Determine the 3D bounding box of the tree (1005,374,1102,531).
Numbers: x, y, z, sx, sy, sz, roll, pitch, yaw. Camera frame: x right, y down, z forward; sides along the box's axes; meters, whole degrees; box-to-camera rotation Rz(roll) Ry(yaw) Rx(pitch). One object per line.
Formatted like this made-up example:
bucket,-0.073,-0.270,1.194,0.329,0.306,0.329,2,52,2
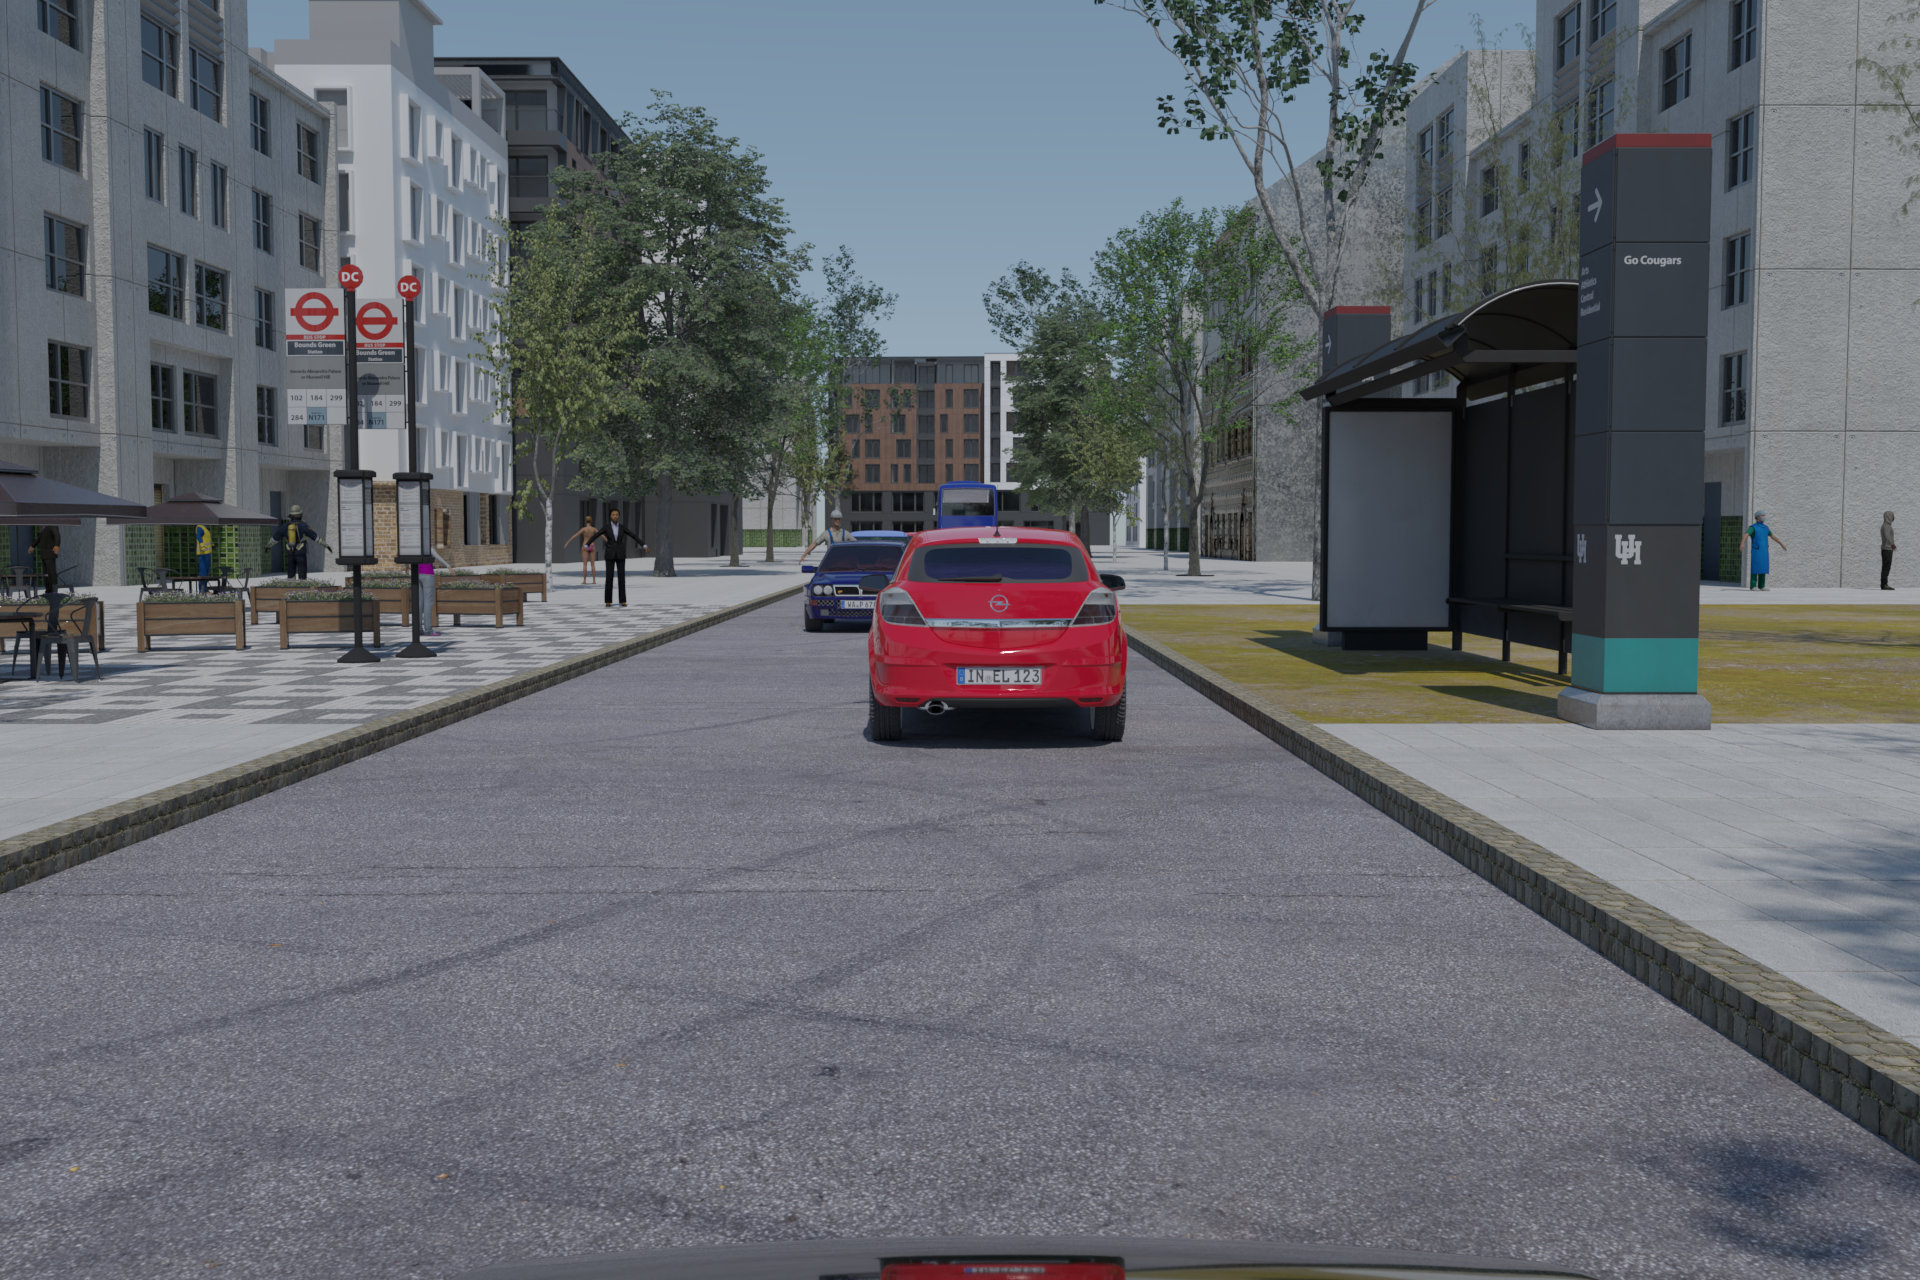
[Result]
tree,7.006,-12.264,118.648,7.486,12.596,7.792,0,3,0

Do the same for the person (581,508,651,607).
person,-6.072,-1.457,30.550,1.216,1.740,0.721,-1,4,-19

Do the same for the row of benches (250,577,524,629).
row of benches,-8.124,-0.539,24.269,4.104,0.672,1.422,1,4,15

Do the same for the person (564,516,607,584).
person,-9.507,-2.291,44.260,1.217,1.733,0.721,-2,4,-27

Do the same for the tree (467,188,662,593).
tree,-8.916,-5.360,37.990,4.737,8.622,4.395,0,3,0

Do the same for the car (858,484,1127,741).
car,0.258,-0.272,13.486,2.155,1.783,4.494,0,3,0

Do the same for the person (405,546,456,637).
person,-6.674,-0.764,21.752,0.991,1.433,0.599,3,4,37

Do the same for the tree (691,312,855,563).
tree,-8.417,-9.301,77.822,9.928,11.665,9.643,0,3,0

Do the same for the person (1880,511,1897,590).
person,21.283,-2.053,39.694,0.705,1.813,1.348,2,4,24

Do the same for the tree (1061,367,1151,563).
tree,6.646,-7.648,75.410,4.737,8.622,4.395,0,3,0

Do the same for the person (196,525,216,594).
person,-15.789,-1.828,36.359,0.721,1.772,1.216,-1,4,-13

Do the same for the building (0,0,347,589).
building,-28.899,-10.736,41.990,16.747,18.905,31.486,0,4,0

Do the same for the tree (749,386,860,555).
tree,-9.438,-10.355,103.710,7.601,10.594,8.767,0,4,2

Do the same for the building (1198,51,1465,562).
building,22.863,-15.741,88.294,19.493,23.208,18.063,0,4,0

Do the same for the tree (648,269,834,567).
tree,-8.642,-8.658,67.319,9.928,11.665,9.643,0,3,0

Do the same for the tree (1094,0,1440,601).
tree,5.784,-10.866,33.544,12.611,20.169,13.585,0,3,0

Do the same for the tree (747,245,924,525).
tree,-8.887,-15.915,116.107,12.611,20.169,13.585,0,3,0

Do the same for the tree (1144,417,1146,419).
tree,25.026,-21.313,204.359,12.611,20.169,13.585,0,3,0

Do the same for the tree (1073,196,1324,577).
tree,7.216,-7.743,52.353,9.928,11.665,9.643,0,3,0

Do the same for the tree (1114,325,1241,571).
tree,7.018,-6.748,60.687,4.360,8.622,3.978,0,3,0

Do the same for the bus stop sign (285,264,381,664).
bus stop sign,-6.243,-1.745,17.233,0.855,3.939,0.416,0,4,-1

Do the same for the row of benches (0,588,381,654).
row of benches,-8.390,-0.225,19.140,4.104,0.672,1.422,-1,4,-19

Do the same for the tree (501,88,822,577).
tree,-8.849,-8.866,51.619,9.857,13.997,8.962,0,3,0

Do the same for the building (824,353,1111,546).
building,1.268,-22.110,207.933,32.646,21.610,27.936,0,4,3

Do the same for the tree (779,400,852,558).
tree,-8.084,-8.750,93.428,4.737,8.622,4.395,0,3,0

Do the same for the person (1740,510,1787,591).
person,17.975,-2.004,38.887,1.347,1.817,0.704,-1,4,-22

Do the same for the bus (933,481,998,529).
bus,0.223,-5.364,79.247,2.896,3.916,12.251,0,4,-1

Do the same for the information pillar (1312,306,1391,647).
information pillar,4.556,-1.874,20.014,0.750,3.857,0.750,0,4,-2

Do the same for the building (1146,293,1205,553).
building,24.369,-16.334,133.512,16.747,18.905,31.486,0,4,0

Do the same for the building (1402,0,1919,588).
building,26.947,-11.619,56.435,16.747,18.905,31.486,0,4,-1

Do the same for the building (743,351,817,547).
building,-24.474,-19.297,181.960,16.747,18.905,31.486,0,4,-1

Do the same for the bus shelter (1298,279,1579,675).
bus shelter,4.769,-1.383,16.543,2.014,3.302,5.546,0,3,0

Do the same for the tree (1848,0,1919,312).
tree,10.721,-4.113,17.617,4.360,8.622,3.978,0,3,0

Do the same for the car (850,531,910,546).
car,-1.576,-1.438,33.107,1.945,1.707,3.694,0,4,0

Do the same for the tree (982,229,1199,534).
tree,8.280,-15.349,106.839,12.611,20.169,13.585,0,3,0

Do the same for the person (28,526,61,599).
person,-17.950,-1.702,34.058,1.346,1.802,0.704,3,5,42

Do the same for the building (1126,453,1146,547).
building,21.667,-13.702,166.173,9.099,9.664,28.070,0,3,0

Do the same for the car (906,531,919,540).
car,-1.292,-2.689,53.013,2.155,1.783,4.494,0,4,0

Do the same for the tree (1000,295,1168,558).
tree,6.691,-11.335,91.977,9.857,13.997,8.962,0,3,0

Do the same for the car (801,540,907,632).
car,-1.423,-0.861,26.665,1.945,1.354,3.894,0,3,0

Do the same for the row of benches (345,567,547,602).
row of benches,-9.220,-0.956,31.086,1.422,0.672,4.104,3,4,36

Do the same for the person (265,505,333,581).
person,-13.286,-1.770,34.722,1.354,1.856,0.705,0,4,0

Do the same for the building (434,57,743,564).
building,-27.545,-15.104,90.920,27.936,21.610,32.646,0,4,1

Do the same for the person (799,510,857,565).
person,-2.110,-1.306,29.660,1.347,1.847,0.705,-1,4,-15

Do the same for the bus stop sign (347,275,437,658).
bus stop sign,-5.894,-1.789,17.959,0.855,3.939,0.416,0,4,1

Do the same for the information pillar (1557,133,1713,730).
information pillar,4.537,-1.358,11.582,0.750,3.857,0.750,0,4,0

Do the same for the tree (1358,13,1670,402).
tree,8.381,-4.530,24.431,4.360,8.622,3.978,0,3,0

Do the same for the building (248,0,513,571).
building,-24.152,-12.508,60.920,16.016,20.090,11.380,0,4,1
